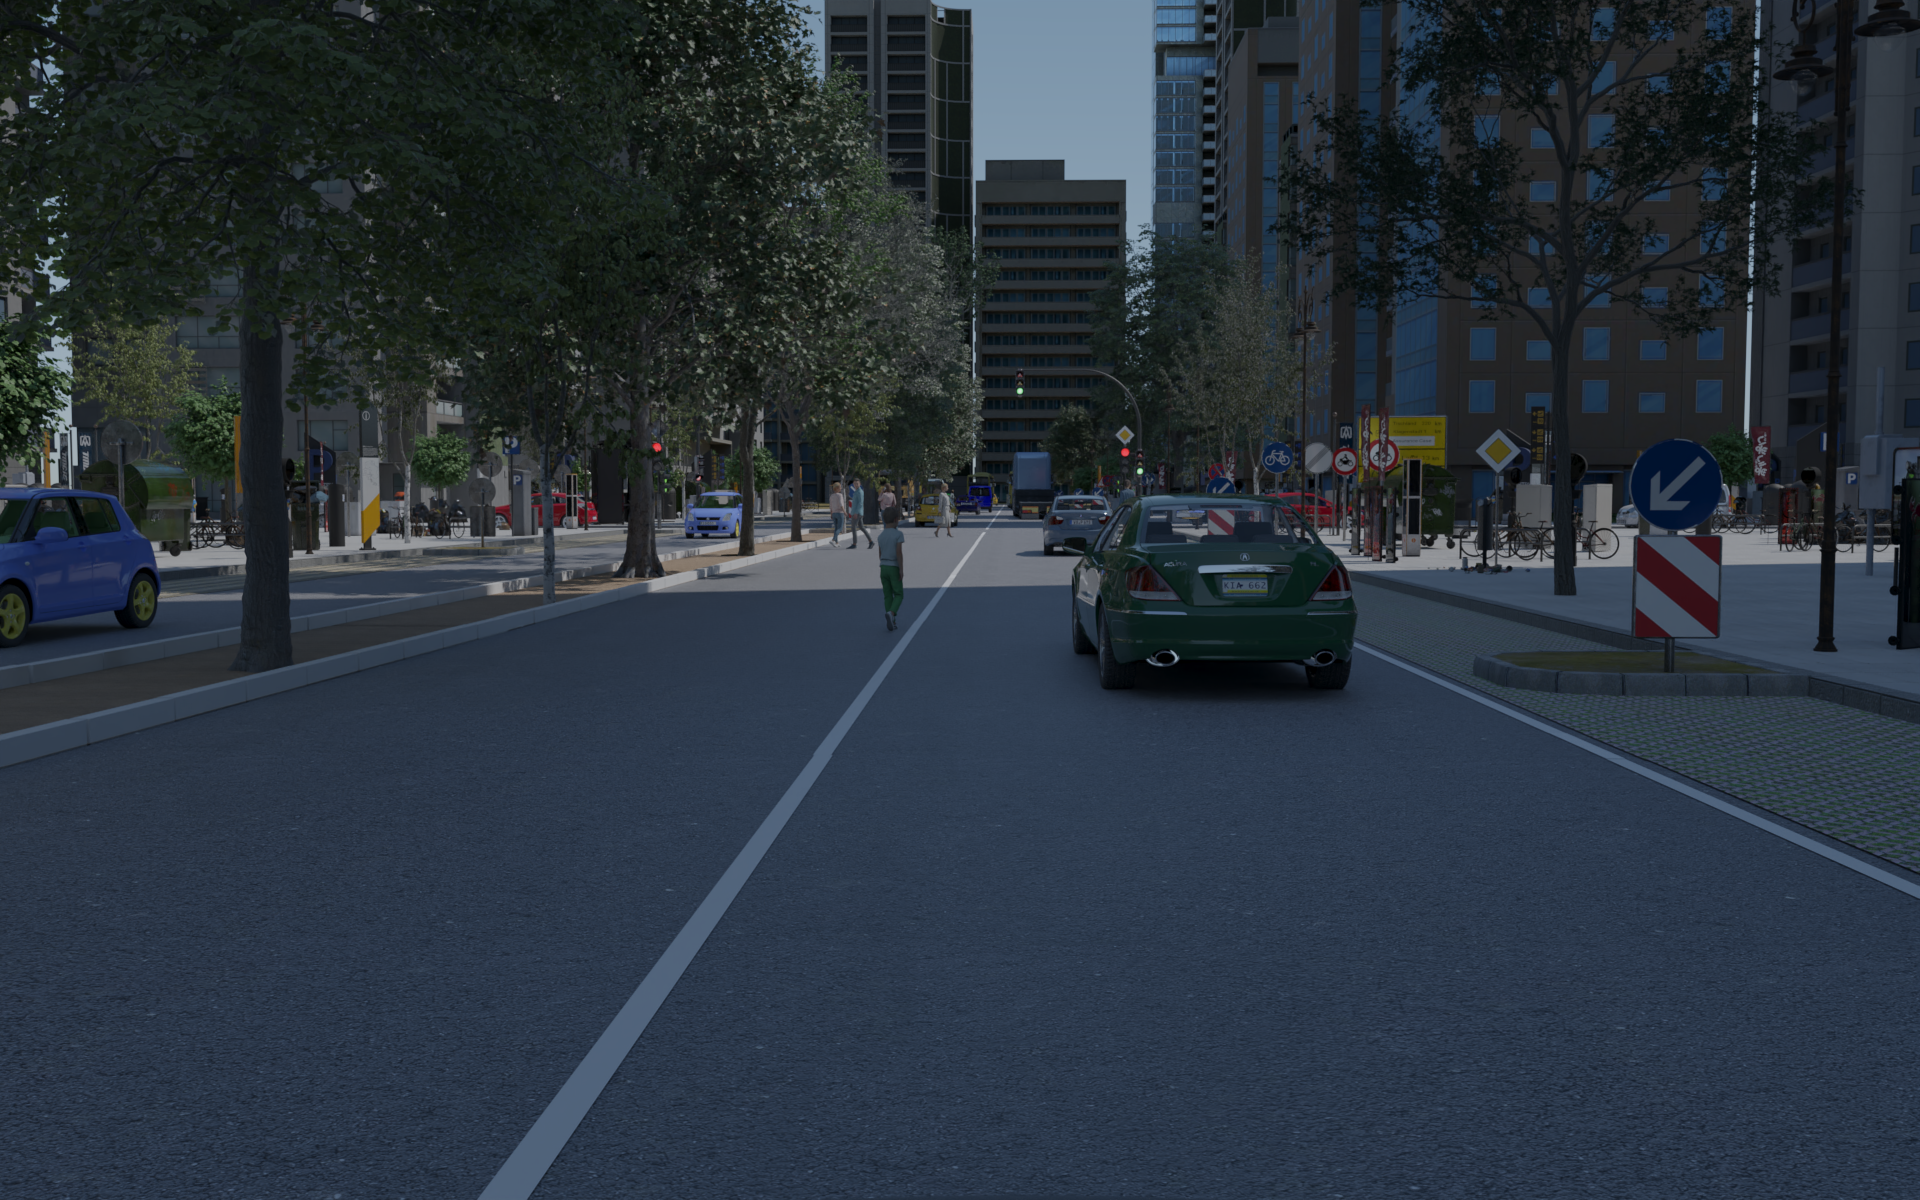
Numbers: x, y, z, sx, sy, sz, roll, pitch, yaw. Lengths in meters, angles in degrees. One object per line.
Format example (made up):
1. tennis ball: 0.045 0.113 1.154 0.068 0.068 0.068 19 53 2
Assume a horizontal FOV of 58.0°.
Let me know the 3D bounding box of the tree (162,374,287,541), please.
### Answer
1. tree: -20.129 -3.904 47.539 4.285 4.588 4.351 0 3 0

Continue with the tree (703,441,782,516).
1. tree: -12.122 -7.203 101.478 4.285 4.588 4.351 0 3 0

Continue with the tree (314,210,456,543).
1. tree: -14.503 -5.789 45.018 4.360 8.622 3.978 0 3 0

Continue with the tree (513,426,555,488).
1. tree: -25.223 -9.428 104.516 4.360 8.622 3.978 0 3 0

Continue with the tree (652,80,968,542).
1. tree: -4.850 -8.455 51.062 12.009 13.543 11.850 0 3 0

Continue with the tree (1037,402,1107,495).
1. tree: 13.893 -18.240 215.232 9.611 12.733 9.660 0 3 0

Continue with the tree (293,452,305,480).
1. tree: -30.328 -5.234 80.175 1.663 3.219 1.824 0 3 0

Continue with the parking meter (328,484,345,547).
1. parking meter: -15.186 -2.066 42.190 0.372 1.533 0.369 0 3 0

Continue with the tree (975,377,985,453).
1. tree: -2.603 -13.254 125.822 9.857 13.997 8.962 0 3 0

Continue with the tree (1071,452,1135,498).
1. tree: 11.312 -8.845 128.322 4.285 4.588 4.351 0 3 0

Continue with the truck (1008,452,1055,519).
1. truck: 4.628 -7.084 105.587 2.967 4.110 18.799 0 4 0

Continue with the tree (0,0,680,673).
1. tree: -5.721 -5.719 14.090 7.486 12.596 7.792 0 3 0

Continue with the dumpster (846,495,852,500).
1. dumpster: -8.764 -7.800 135.751 1.865 1.857 1.264 0 4 3

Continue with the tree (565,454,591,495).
1. tree: -18.373 -5.429 83.359 1.663 3.219 1.824 0 3 0

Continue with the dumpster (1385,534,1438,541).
1. dumpster: 12.566 -2.813 48.481 1.502 2.255 1.985 0 4 2

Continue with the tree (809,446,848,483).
1. tree: -10.412 -13.689 158.221 7.601 10.594 8.767 0 4 4

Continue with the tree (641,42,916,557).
1. tree: -4.801 -6.800 39.388 9.928 11.665 9.643 0 3 0

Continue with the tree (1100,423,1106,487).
1. tree: 10.162 -9.412 104.242 4.360 8.622 3.978 0 3 0

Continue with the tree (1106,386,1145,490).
1. tree: 10.018 -8.648 91.755 4.360 8.622 3.978 0 3 0

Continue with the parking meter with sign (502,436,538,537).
1. parking meter with sign: -13.406 -3.470 52.992 0.543 3.016 1.738 0 4 6

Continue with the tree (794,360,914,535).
1. tree: -4.031 -6.563 60.131 4.737 8.622 4.395 0 3 0

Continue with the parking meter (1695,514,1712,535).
1. parking meter: 18.629 -2.139 43.378 0.372 1.533 0.369 0 3 0

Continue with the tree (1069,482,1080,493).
1. tree: 13.239 -12.492 198.851 1.663 3.219 1.824 0 3 0

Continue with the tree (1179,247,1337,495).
1. tree: 8.899 -6.180 51.398 4.360 8.622 3.978 0 3 0

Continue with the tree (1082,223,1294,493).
1. tree: 10.475 -10.703 81.643 9.857 13.997 8.962 0 3 0

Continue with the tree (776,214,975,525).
1. tree: -4.060 -10.229 76.363 9.857 13.997 8.962 0 3 0

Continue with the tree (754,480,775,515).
1. tree: -12.687 -7.004 109.124 1.663 3.219 1.824 0 3 0

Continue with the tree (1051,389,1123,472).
1. tree: 12.187 -13.432 154.023 8.767 10.594 7.601 -1 4 -19

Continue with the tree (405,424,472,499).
1. tree: -24.468 -5.982 81.525 4.285 4.588 4.351 0 3 0

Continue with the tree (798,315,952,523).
1. tree: -4.257 -10.066 85.171 7.486 12.596 7.792 0 3 0

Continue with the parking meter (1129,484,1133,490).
1. parking meter: 9.813 -5.783 100.271 0.399 1.863 0.255 3 5 39

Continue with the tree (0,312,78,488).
1. tree: -15.281 -2.617 26.499 4.285 4.588 4.351 0 3 0

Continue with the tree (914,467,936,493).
1. tree: -3.049 -9.261 104.231 4.737 8.622 4.395 0 3 0

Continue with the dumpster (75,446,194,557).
1. dumpster: -16.493 -1.965 34.616 1.502 2.255 1.985 0 4 2

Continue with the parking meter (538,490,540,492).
1. parking meter: -23.568 -5.389 96.519 0.372 1.533 0.369 0 3 0

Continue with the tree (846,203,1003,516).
1. tree: -4.003 -15.555 112.669 12.611 20.169 13.585 0 3 0

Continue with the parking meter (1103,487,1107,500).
1. parking meter: 10.276 -7.188 123.235 0.399 1.863 0.255 -2 4 -27

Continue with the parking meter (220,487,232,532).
1. parking meter: -24.791 -3.063 58.490 0.372 1.533 0.369 0 3 0

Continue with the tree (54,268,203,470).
1. tree: -24.218 -6.154 50.979 4.737 8.622 4.395 0 3 0

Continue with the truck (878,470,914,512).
1. truck: -5.132 -8.812 140.003 3.469 3.379 9.791 0 4 1

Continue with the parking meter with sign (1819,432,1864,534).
1. parking meter with sign: 24.476 -3.161 47.948 0.543 3.016 1.738 0 4 -3

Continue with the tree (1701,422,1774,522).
1. tree: 34.983 -5.810 78.708 4.285 4.588 4.351 0 3 0

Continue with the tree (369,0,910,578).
1. tree: -5.469 -6.731 29.520 9.611 12.733 9.660 0 3 0

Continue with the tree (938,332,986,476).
1. tree: -3.412 -10.728 94.864 9.611 12.733 9.660 0 3 0

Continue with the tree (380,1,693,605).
1. tree: -5.249 -4.218 21.790 4.737 8.622 4.395 0 3 0

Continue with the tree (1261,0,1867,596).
1. tree: 7.346 -5.339 21.706 7.601 10.594 8.767 0 4 0

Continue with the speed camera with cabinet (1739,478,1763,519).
1. speed camera with cabinet: 41.427 -5.854 90.056 0.660 3.252 2.038 -1 4 -14

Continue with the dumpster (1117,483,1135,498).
1. dumpster: 12.023 -7.427 123.926 1.502 2.255 1.985 0 4 2

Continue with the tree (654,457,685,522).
1. tree: -13.665 -5.187 79.401 1.663 3.219 1.824 0 3 0

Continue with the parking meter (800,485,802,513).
1. parking meter: -10.944 -6.832 117.410 0.399 1.863 0.255 0 4 6

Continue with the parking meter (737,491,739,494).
1. parking meter: -17.757 -7.896 137.515 0.372 1.533 0.369 0 3 0

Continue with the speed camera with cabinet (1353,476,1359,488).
1. speed camera with cabinet: 19.361 -5.295 80.902 0.660 3.252 2.038 -3 5 -41

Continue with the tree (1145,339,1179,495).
1. tree: 8.782 -6.554 57.514 4.360 8.622 3.978 0 3 0
